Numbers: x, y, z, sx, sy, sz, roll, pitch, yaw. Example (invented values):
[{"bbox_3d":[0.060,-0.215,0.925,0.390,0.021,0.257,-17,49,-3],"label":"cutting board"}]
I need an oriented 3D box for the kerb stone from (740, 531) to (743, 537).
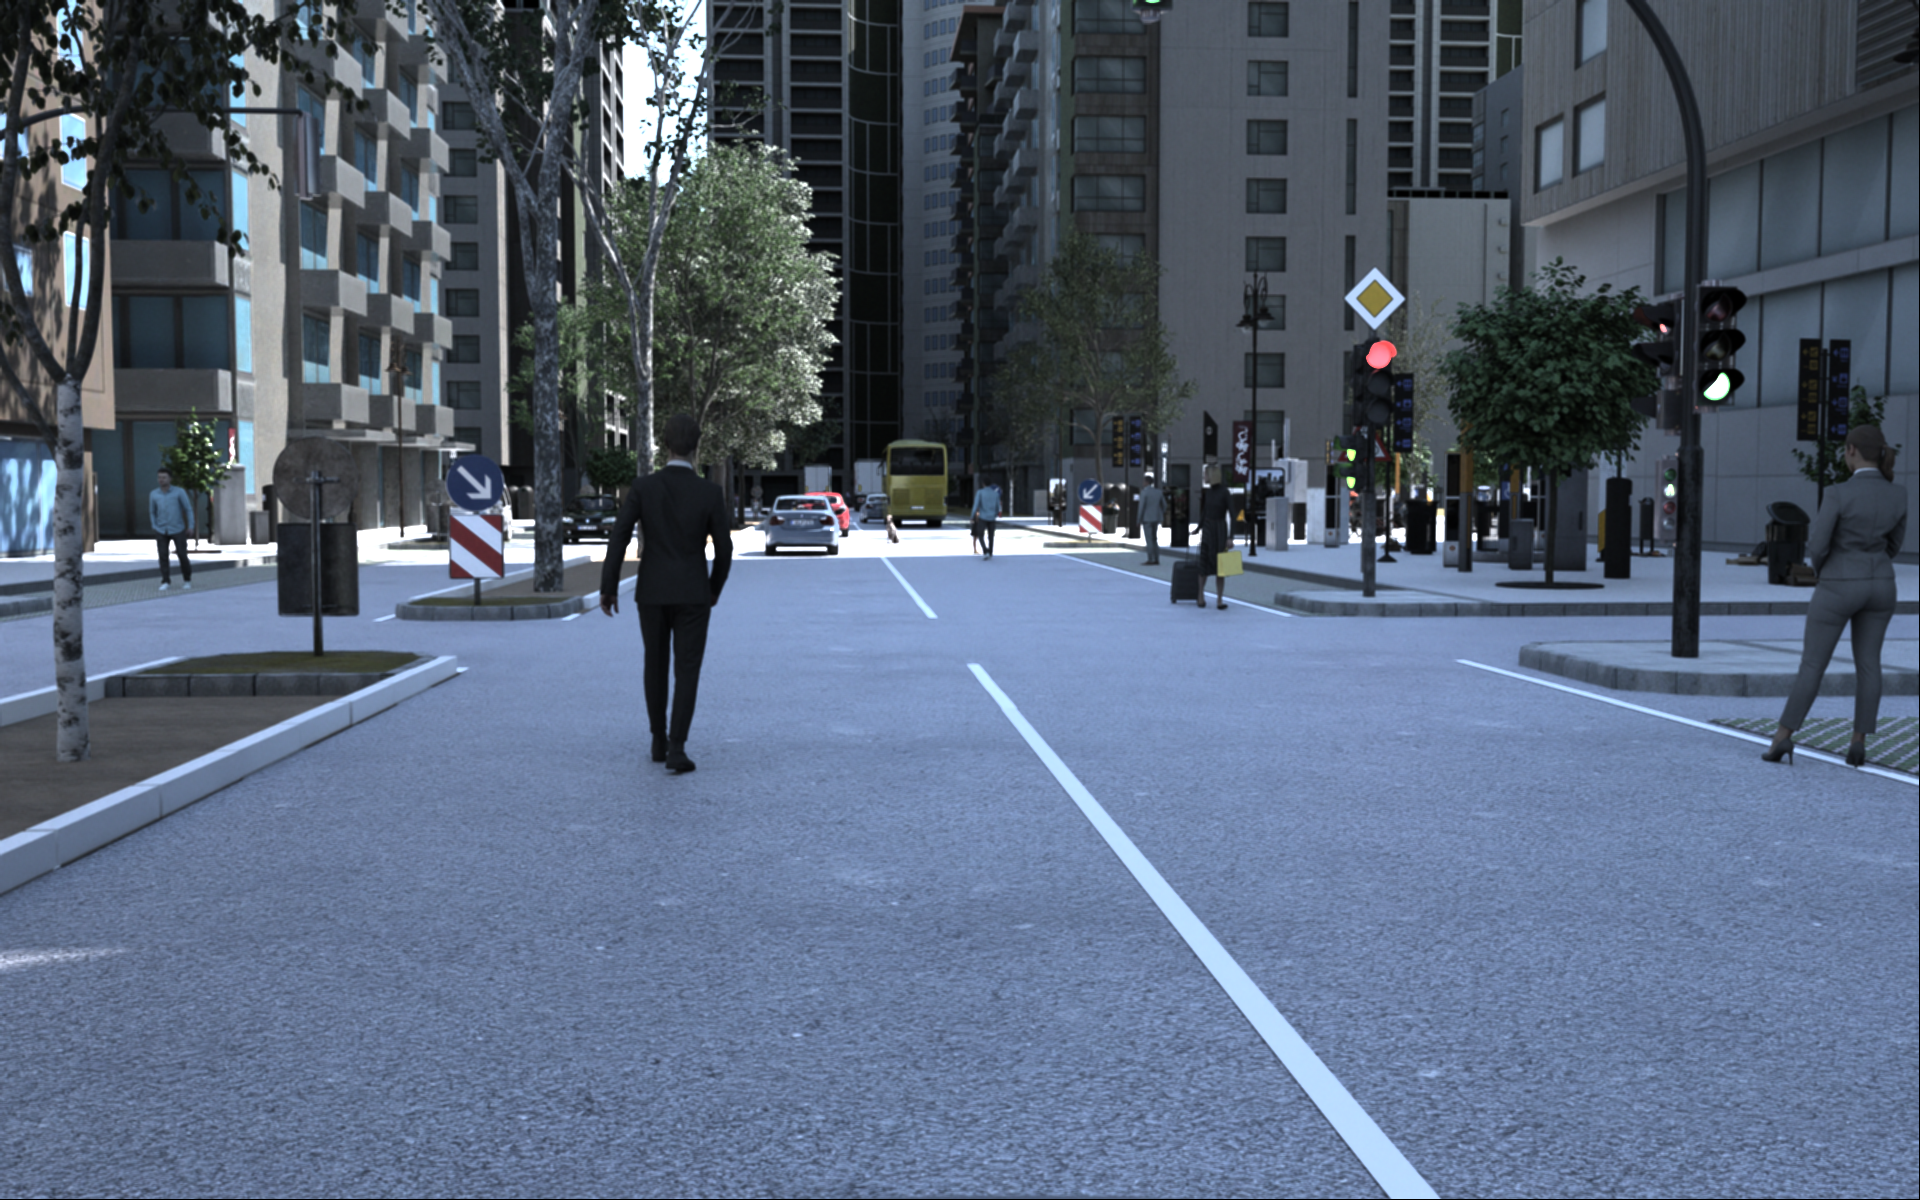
[{"bbox_3d":[-7.277,-2.113,56.745,0.120,0.150,1.000,0,4,-4],"label":"kerb stone"}]

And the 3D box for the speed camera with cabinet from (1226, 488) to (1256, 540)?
[{"bbox_3d":[8.525,-3.343,48.997,2.038,3.252,0.660,0,4,3],"label":"speed camera with cabinet"}]

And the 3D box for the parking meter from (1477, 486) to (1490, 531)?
[{"bbox_3d":[15.859,-2.694,52.455,0.372,1.533,0.369,0,3,0],"label":"parking meter"}]

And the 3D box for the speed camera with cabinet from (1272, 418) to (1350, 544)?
[{"bbox_3d":[9.107,-3.087,44.803,0.660,3.252,2.038,-3,5,-40],"label":"speed camera with cabinet"}]

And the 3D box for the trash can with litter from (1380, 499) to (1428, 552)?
[{"bbox_3d":[9.959,-1.666,38.627,1.055,1.170,0.624,0,4,-7],"label":"trash can with litter"}]

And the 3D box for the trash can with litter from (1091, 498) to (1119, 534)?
[{"bbox_3d":[4.518,-2.671,55.052,1.055,1.170,0.624,0,4,1],"label":"trash can with litter"}]

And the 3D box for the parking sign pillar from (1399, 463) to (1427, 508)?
[{"bbox_3d":[22.162,-5.886,84.705,1.447,3.967,1.447,-1,4,-11],"label":"parking sign pillar"}]

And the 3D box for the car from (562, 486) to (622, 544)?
[{"bbox_3d":[-10.726,-2.510,50.831,2.009,1.686,4.222,0,4,-6],"label":"car"}]

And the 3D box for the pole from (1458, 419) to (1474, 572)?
[{"bbox_3d":[8.326,-2.117,28.452,0.158,3.312,0.155,0,3,0],"label":"pole"}]

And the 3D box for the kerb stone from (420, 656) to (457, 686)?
[{"bbox_3d":[-4.019,0.552,13.259,0.120,0.150,1.000,0,4,-4],"label":"kerb stone"}]

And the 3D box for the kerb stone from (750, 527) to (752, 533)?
[{"bbox_3d":[-7.736,-2.484,62.876,0.120,0.150,1.000,0,4,-4],"label":"kerb stone"}]

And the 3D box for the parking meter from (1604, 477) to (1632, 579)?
[{"bbox_3d":[10.016,-1.098,26.357,0.372,1.533,0.369,0,3,0],"label":"parking meter"}]

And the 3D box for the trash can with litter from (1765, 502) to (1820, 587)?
[{"bbox_3d":[11.790,-0.794,24.369,0.624,1.170,1.055,0,4,0],"label":"trash can with litter"}]

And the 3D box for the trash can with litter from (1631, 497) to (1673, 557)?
[{"bbox_3d":[14.242,-1.529,36.055,1.678,1.210,2.233,0,4,-2],"label":"trash can with litter"}]

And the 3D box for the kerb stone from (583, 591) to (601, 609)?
[{"bbox_3d":[-4.673,0.017,21.961,0.120,0.150,1.000,0,4,-4],"label":"kerb stone"}]

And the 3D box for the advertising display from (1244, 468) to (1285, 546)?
[{"bbox_3d":[7.439,-2.273,42.376,0.974,1.923,0.123,0,4,2],"label":"advertising display"}]

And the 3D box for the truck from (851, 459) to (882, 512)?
[{"bbox_3d":[-7.500,-9.450,143.413,2.839,4.237,11.283,0,4,-5],"label":"truck"}]

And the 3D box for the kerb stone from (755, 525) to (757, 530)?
[{"bbox_3d":[-8.035,-2.738,66.961,0.120,0.150,1.000,0,4,-4],"label":"kerb stone"}]

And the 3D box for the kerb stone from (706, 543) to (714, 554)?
[{"bbox_3d":[-6.275,-1.293,43.433,0.120,0.150,1.000,0,4,-4],"label":"kerb stone"}]

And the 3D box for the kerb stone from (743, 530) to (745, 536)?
[{"bbox_3d":[-7.350,-2.175,57.765,0.120,0.150,1.000,0,4,-4],"label":"kerb stone"}]

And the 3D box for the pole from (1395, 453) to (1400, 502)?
[{"bbox_3d":[17.335,-4.575,68.638,0.158,3.312,0.155,0,3,0],"label":"pole"}]

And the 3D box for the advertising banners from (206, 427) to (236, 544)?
[{"bbox_3d":[-19.124,-2.980,44.905,0.090,3.025,2.074,0,4,-2],"label":"advertising banners"}]

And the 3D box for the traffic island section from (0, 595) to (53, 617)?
[{"bbox_3d":[-12.110,0.117,20.361,2.009,0.180,2.903,0,4,-4],"label":"traffic island section"}]

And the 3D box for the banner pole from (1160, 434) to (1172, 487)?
[{"bbox_3d":[8.546,-4.994,71.668,0.401,3.779,0.863,3,5,41],"label":"banner pole"}]

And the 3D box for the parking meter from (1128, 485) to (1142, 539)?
[{"bbox_3d":[4.979,-2.502,49.322,0.372,1.533,0.369,0,3,0],"label":"parking meter"}]

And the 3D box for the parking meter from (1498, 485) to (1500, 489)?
[{"bbox_3d":[30.051,-5.525,96.044,0.399,1.863,0.255,-2,4,-23],"label":"parking meter"}]

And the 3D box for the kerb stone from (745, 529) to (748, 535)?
[{"bbox_3d":[-7.499,-2.299,59.805,0.120,0.150,1.000,0,4,-4],"label":"kerb stone"}]

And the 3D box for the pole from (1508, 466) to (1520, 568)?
[{"bbox_3d":[9.599,-2.208,29.942,0.158,3.312,0.155,0,3,0],"label":"pole"}]

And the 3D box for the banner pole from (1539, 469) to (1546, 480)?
[{"bbox_3d":[12.707,-2.882,37.131,0.863,3.779,0.401,1,4,23],"label":"banner pole"}]

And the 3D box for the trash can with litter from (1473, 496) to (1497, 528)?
[{"bbox_3d":[20.687,-3.338,65.629,2.233,1.210,1.678,3,5,42],"label":"trash can with litter"}]

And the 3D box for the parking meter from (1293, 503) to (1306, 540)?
[{"bbox_3d":[9.406,-2.584,47.958,0.255,1.863,0.399,0,4,-6],"label":"parking meter"}]

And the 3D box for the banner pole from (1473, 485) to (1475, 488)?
[{"bbox_3d":[25.597,-5.944,87.203,0.401,3.779,0.863,-3,4,-38],"label":"banner pole"}]

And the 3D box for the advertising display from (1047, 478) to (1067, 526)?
[{"bbox_3d":[3.901,-3.943,69.675,0.974,1.923,0.123,-3,5,-41],"label":"advertising display"}]

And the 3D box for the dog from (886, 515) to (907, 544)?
[{"bbox_3d":[-1.825,-2.021,49.884,0.800,0.831,0.513,-1,4,-22],"label":"dog"}]

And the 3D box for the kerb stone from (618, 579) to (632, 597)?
[{"bbox_3d":[-4.895,-0.174,25.035,0.120,0.150,1.000,0,4,-4],"label":"kerb stone"}]

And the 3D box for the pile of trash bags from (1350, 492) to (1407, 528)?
[{"bbox_3d":[15.670,-3.445,66.071,1.912,1.369,3.447,-1,4,-20],"label":"pile of trash bags"}]

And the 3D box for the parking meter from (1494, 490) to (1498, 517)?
[{"bbox_3d":[30.647,-5.532,98.856,0.372,1.533,0.369,0,3,0],"label":"parking meter"}]

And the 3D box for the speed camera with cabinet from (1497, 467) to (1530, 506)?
[{"bbox_3d":[17.751,-3.666,54.278,2.038,3.252,0.660,-2,4,-32],"label":"speed camera with cabinet"}]

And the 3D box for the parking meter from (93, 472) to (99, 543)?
[{"bbox_3d":[-22.681,-2.416,45.219,0.255,1.863,0.399,-1,4,-15],"label":"parking meter"}]

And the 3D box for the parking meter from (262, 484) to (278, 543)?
[{"bbox_3d":[-18.076,-2.262,45.399,0.372,1.533,0.369,0,3,0],"label":"parking meter"}]

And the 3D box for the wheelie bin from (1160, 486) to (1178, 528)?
[{"bbox_3d":[7.928,-3.502,65.171,0.980,1.594,0.693,3,5,39],"label":"wheelie bin"}]

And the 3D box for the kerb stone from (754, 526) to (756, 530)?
[{"bbox_3d":[-7.959,-2.676,65.942,0.120,0.150,1.000,0,4,-4],"label":"kerb stone"}]

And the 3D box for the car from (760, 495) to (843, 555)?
[{"bbox_3d":[-3.818,-1.820,41.761,2.014,1.417,4.499,0,4,-5],"label":"car"}]

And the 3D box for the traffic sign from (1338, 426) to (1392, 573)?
[{"bbox_3d":[6.574,-1.724,28.199,0.884,2.594,0.081,0,4,-2],"label":"traffic sign"}]

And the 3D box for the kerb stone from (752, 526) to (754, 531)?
[{"bbox_3d":[-7.884,-2.613,64.922,0.120,0.150,1.000,0,4,-4],"label":"kerb stone"}]

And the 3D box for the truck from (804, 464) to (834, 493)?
[{"bbox_3d":[-13.687,-10.915,167.371,2.839,4.237,11.283,0,4,-3],"label":"truck"}]

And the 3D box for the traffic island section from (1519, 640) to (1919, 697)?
[{"bbox_3d":[5.731,0.526,13.683,2.009,0.180,2.903,0,4,-4],"label":"traffic island section"}]

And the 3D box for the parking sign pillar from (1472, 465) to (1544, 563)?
[{"bbox_3d":[10.431,-2.706,32.718,1.447,3.967,1.447,1,4,19],"label":"parking sign pillar"}]

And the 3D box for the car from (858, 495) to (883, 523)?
[{"bbox_3d":[-4.057,-4.548,86.356,2.014,1.417,4.499,0,4,-6],"label":"car"}]

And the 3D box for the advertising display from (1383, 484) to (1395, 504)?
[{"bbox_3d":[24.229,-5.656,97.688,0.974,1.923,0.123,1,4,10],"label":"advertising display"}]

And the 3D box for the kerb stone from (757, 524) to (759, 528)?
[{"bbox_3d":[-8.197,-2.863,69.003,0.120,0.150,1.000,0,4,-4],"label":"kerb stone"}]

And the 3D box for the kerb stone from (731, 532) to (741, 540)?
[{"bbox_3d":[-7.198,-2.051,55.726,0.120,0.150,1.000,0,4,-4],"label":"kerb stone"}]

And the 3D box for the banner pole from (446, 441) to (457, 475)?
[{"bbox_3d":[-24.234,-5.656,82.496,0.401,3.779,0.863,2,4,33],"label":"banner pole"}]

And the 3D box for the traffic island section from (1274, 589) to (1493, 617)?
[{"bbox_3d":[5.134,0.039,21.646,2.009,0.180,2.903,0,4,-4],"label":"traffic island section"}]

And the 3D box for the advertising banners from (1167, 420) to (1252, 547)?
[{"bbox_3d":[5.992,-2.765,41.401,2.074,3.025,0.090,1,4,14],"label":"advertising banners"}]

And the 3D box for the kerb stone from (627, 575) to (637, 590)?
[{"bbox_3d":[-4.977,-0.236,26.056,0.120,0.150,1.000,0,4,-4],"label":"kerb stone"}]

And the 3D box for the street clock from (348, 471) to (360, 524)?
[{"bbox_3d":[-17.372,-2.747,49.487,0.471,2.002,0.358,2,4,27],"label":"street clock"}]

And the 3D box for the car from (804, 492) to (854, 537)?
[{"bbox_3d":[-4.668,-3.033,58.634,2.155,1.783,4.494,0,4,-4],"label":"car"}]
